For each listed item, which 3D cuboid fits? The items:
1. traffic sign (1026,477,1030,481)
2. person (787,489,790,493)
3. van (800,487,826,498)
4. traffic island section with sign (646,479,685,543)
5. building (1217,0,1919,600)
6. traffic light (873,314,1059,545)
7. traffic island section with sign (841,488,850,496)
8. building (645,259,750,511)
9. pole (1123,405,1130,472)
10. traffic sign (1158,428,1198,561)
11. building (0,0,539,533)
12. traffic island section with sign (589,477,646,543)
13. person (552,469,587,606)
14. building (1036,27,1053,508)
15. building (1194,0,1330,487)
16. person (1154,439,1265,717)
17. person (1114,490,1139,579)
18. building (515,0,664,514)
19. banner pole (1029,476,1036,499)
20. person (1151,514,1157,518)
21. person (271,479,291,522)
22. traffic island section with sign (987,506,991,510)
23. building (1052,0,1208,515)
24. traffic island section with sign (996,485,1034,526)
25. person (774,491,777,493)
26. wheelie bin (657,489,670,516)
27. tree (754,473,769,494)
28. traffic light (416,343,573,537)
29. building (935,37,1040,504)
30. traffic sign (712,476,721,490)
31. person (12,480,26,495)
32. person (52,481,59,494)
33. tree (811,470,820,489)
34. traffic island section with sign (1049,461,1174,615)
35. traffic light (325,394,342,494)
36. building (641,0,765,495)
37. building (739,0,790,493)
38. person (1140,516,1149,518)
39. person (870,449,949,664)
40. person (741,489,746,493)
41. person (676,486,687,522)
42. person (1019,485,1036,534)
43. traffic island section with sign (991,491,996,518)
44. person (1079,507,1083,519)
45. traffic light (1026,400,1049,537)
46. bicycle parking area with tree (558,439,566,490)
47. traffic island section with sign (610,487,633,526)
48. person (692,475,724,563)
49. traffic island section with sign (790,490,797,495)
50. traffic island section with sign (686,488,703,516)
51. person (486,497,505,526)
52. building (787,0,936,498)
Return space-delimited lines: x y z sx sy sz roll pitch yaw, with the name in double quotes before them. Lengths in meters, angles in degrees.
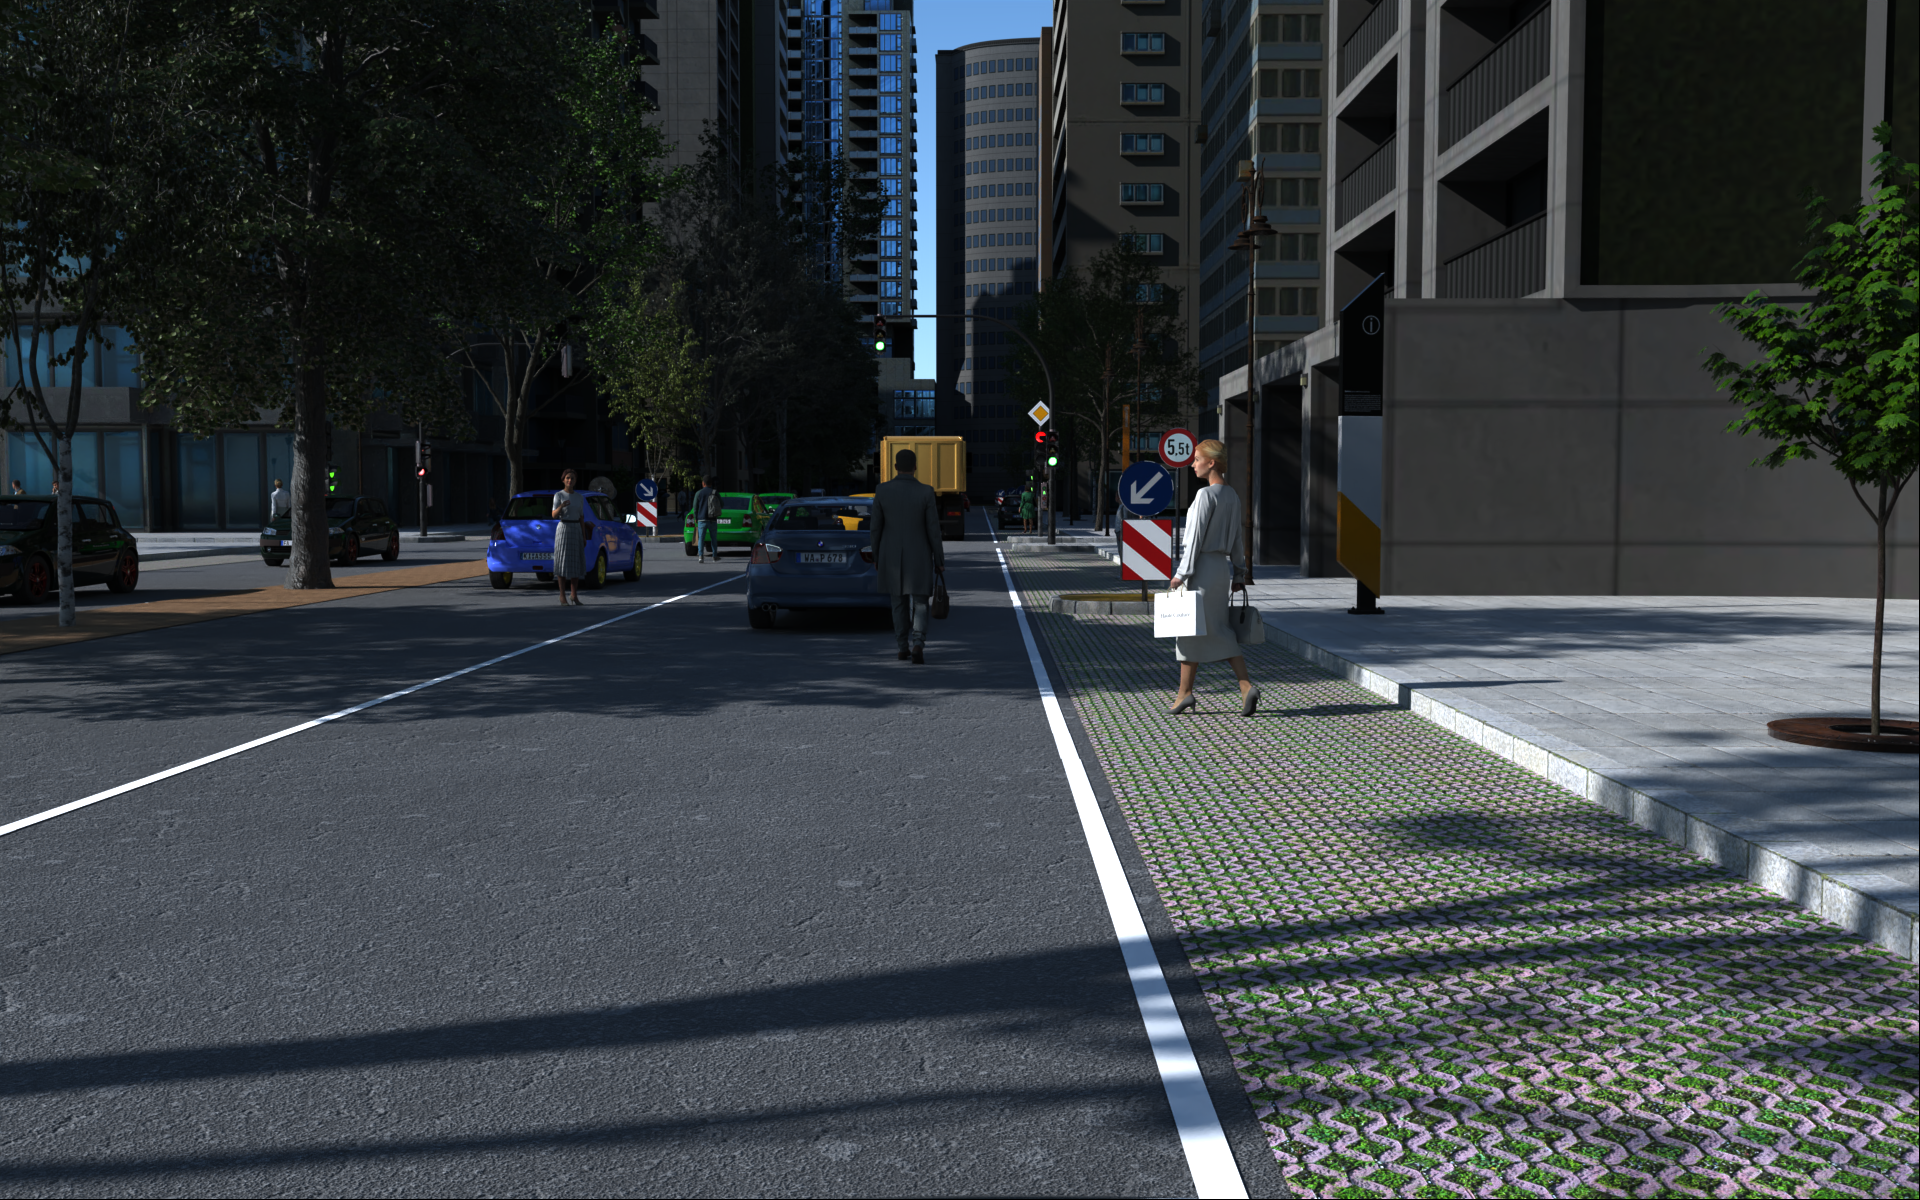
"traffic sign" 5.143 -7.660 125.345 0.768 2.556 0.104 0 4 4
"person" -18.067 -10.739 181.634 1.348 1.824 0.705 1 4 20
"van" -11.048 -7.616 131.534 2.013 2.044 4.112 0 4 2
"traffic island section with sign" -9.250 -2.675 51.866 2.006 1.907 1.989 0 4 1
"building" 15.547 -35.832 24.102 20.563 71.187 20.611 0 4 1
"traffic light" 0.215 -4.232 43.861 4.771 5.953 1.251 0 4 1
"traffic island section with sign" -8.435 -7.270 127.000 2.006 1.907 1.989 0 4 1
"building" -32.949 -18.168 142.092 27.650 21.520 28.899 0 4 1
"pole" 3.792 -2.797 39.580 0.158 3.312 0.155 0 3 0
"traffic sign" 4.191 -2.030 33.288 0.768 2.556 0.104 0 4 6
"building" -31.181 -27.512 69.423 23.786 49.044 30.456 0 4 1
"traffic island section with sign" -9.341 -2.222 44.459 2.006 1.907 1.989 0 4 1
"person" -4.976 -0.803 22.194 0.480 1.755 0.524 -3 5 -44
"building" 14.342 -31.447 164.267 14.600 45.320 14.200 0 4 1
"building" 22.626 -23.138 70.194 23.993 40.220 32.217 0 4 1
"person" 1.615 -0.136 11.076 0.694 1.780 0.624 -3 4 -38
"person" 2.759 -1.114 29.308 0.523 1.515 0.503 -2 4 -31
"building" -31.069 -27.748 108.305 22.147 44.769 28.867 0 4 1
"banner pole" 5.107 -7.972 120.362 0.401 3.779 0.863 -3 5 -42
"person" 9.672 -4.932 86.868 0.721 1.800 0.419 -1 4 -19
"person" -16.127 -1.983 41.153 0.478 1.798 0.641 -2 4 -28
"traffic island section with sign" 3.553 -8.881 153.826 1.989 1.847 2.006 0 4 1
"building" 17.260 -30.080 115.514 21.300 48.544 21.600 0 4 1
"traffic island section with sign" 2.723 -4.213 77.514 1.989 1.847 2.006 0 4 1
"person" -19.214 -10.622 179.693 0.705 1.826 1.348 -1 4 -23
"wheelie bin" -17.514 -5.739 101.741 0.980 1.594 0.693 0 4 0
"tree" -18.021 -10.085 159.495 1.663 3.219 1.824 0 3 0
"traffic light" -14.073 -4.740 52.163 4.771 5.953 1.251 0 4 1
"building" 11.047 -41.613 222.365 28.212 58.520 21.231 0 4 1
"traffic sign" -17.428 -7.551 123.564 0.768 2.556 0.104 1 4 10
"person" -26.654 -2.490 49.121 0.656 1.842 0.836 0 4 7
"person" -24.839 -2.401 47.940 0.592 1.802 0.473 0 4 -4
"tree" -16.704 -12.382 186.152 4.285 4.588 4.351 0 3 0
"traffic island section with sign" 2.110 -0.777 21.334 1.989 1.847 2.006 0 4 1
"traffic light" -16.253 -3.379 44.166 0.839 4.253 0.868 0 4 1
"building" -29.614 -44.475 165.412 20.563 71.187 20.611 0 4 1
"building" -33.265 -39.641 190.123 28.212 58.520 21.231 0 4 1
"person" 3.885 -1.589 37.042 0.382 1.210 0.505 0 4 -8
"person" -0.417 -0.379 14.798 0.694 1.812 0.767 1 4 10
"person" -17.752 -8.286 142.324 0.742 1.727 0.445 3 4 39
"person" -14.222 -4.895 88.376 0.795 1.843 0.661 1 4 22
"person" 2.451 -3.293 62.595 0.600 1.795 0.529 -1 4 -16
"traffic island section with sign" 3.019 -5.862 104.468 1.989 1.847 2.006 0 4 1
"person" 5.876 -4.542 85.806 0.738 1.151 1.012 1 4 21
"traffic light" 2.395 -3.856 51.964 0.839 4.253 0.868 0 4 1
"bicycle parking area with tree" -23.073 -6.330 90.505 8.231 4.147 9.016 2 4 27
"traffic island section with sign" -15.604 -4.175 76.884 1.989 1.847 2.006 0 4 1
"person" -5.277 -1.677 35.905 0.794 1.824 0.713 1 4 11
"traffic island section with sign" -14.766 -8.893 154.035 1.989 1.847 2.006 0 4 1
"traffic island section with sign" -15.311 -5.824 103.848 1.989 1.847 2.006 0 4 1
"person" -18.453 -3.511 68.943 1.012 1.151 0.738 -2 4 -32
"building" -18.555 -55.620 222.055 31.000 86.520 22.319 0 4 1
